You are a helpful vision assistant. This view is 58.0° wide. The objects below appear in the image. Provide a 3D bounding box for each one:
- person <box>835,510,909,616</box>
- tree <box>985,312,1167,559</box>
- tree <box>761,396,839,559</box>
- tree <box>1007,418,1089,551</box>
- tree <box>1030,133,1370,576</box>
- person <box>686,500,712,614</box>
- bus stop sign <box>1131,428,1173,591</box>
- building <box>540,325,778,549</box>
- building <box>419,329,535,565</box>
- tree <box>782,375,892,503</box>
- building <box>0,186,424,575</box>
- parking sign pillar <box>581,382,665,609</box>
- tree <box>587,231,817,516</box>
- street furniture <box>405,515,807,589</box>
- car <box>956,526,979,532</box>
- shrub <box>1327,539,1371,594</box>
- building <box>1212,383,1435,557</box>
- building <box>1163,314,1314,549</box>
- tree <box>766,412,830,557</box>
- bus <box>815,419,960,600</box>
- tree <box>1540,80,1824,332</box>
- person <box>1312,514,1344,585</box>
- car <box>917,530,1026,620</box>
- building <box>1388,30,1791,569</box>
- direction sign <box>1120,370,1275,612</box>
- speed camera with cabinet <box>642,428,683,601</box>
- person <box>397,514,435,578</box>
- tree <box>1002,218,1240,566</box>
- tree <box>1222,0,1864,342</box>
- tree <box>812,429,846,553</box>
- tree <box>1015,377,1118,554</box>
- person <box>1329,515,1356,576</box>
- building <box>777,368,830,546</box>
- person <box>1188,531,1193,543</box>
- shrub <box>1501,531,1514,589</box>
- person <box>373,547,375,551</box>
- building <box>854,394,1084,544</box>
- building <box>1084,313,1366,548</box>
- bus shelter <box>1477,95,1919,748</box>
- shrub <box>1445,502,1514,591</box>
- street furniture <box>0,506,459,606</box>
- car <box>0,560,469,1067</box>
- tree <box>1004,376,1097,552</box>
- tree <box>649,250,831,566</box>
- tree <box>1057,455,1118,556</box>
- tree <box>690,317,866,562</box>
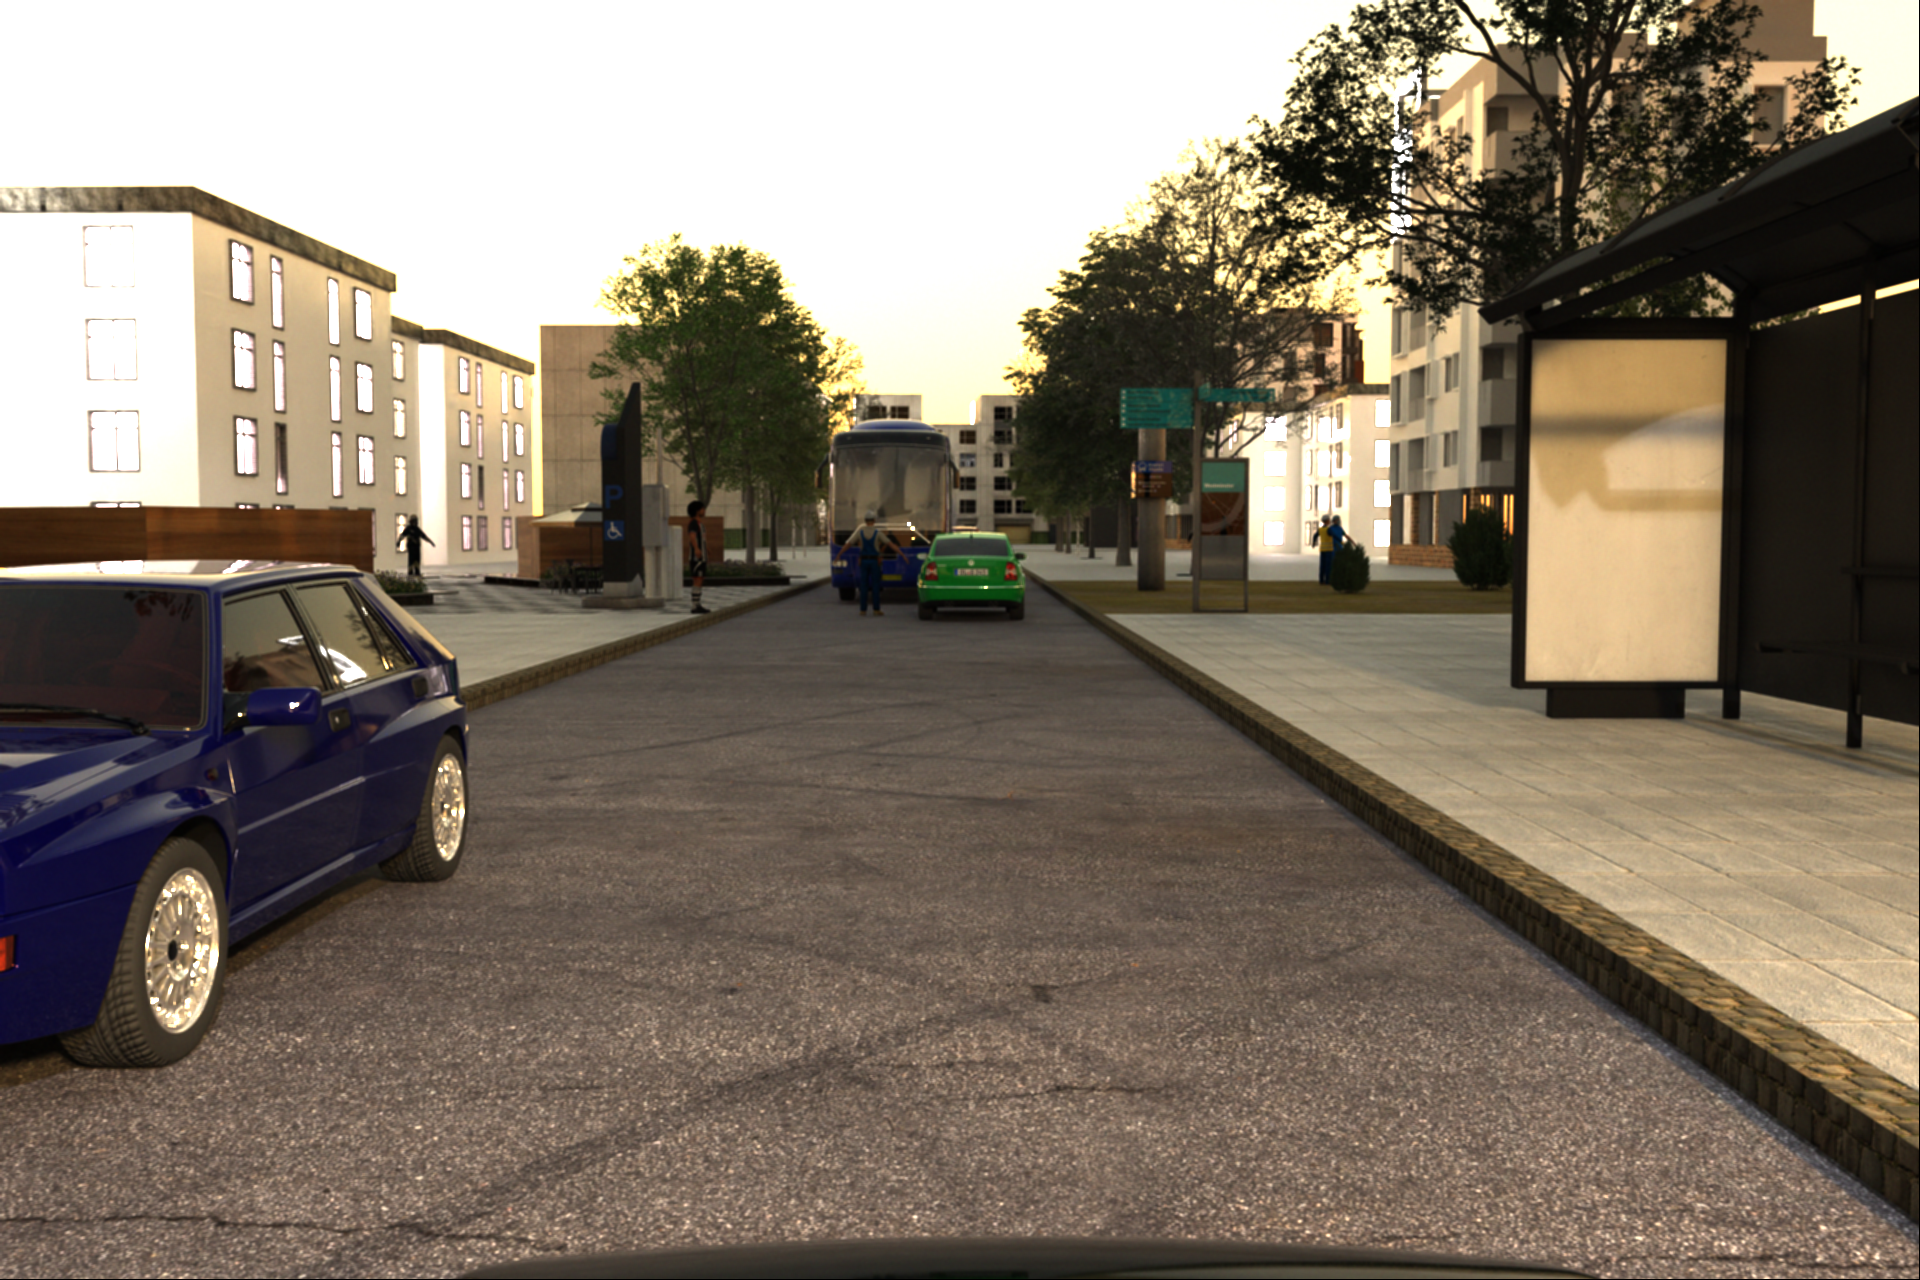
[{"bbox_3d":[-1.574,-1.356,30.490,1.347,1.847,0.705,1,4,10],"label":"person"},{"bbox_3d":[6.923,-10.983,89.939,12.009,13.543,11.850,0,3,0],"label":"tree"},{"bbox_3d":[-8.395,-8.521,89.684,4.737,8.622,4.395,0,3,0],"label":"tree"},{"bbox_3d":[7.420,-13.046,131.431,7.486,12.596,7.792,0,3,0],"label":"tree"},{"bbox_3d":[7.385,-8.708,52.745,12.009,13.543,11.850,0,3,0],"label":"tree"},{"bbox_3d":[-4.220,-1.341,28.064,0.704,1.843,1.345,0,4,-1],"label":"person"},{"bbox_3d":[4.342,-3.070,39.218,0.837,3.901,0.837,0,4,-1],"label":"bus stop sign"},{"bbox_3d":[-27.116,-18.092,162.260,16.747,18.905,31.486,0,4,0],"label":"building"},{"bbox_3d":[-25.358,-8.741,85.060,9.099,9.664,28.070,0,4,1],"label":"building"},{"bbox_3d":[-8.445,-13.599,132.716,12.009,13.543,11.850,0,3,0],"label":"tree"},{"bbox_3d":[-22.694,-6.966,56.046,9.099,9.664,28.070,0,4,1],"label":"building"},{"bbox_3d":[-5.888,-2.552,30.190,1.447,3.967,1.447,0,4,2],"label":"parking sign pillar"},{"bbox_3d":[-8.707,-8.137,58.792,9.928,11.665,9.643,0,3,0],"label":"tree"},{"bbox_3d":[-7.607,-2.266,43.898,11.010,1.723,9.812,-2,4,-30],"label":"street furniture"},{"bbox_3d":[0.164,-4.770,86.663,2.281,1.827,5.304,0,4,-1],"label":"car"},{"bbox_3d":[8.406,-1.606,37.383,1.383,1.207,1.383,0,3,0],"label":"shrub"},{"bbox_3d":[22.433,-10.300,110.551,9.099,9.664,28.070,0,4,0],"label":"building"},{"bbox_3d":[23.270,-18.353,156.487,16.016,20.090,11.380,0,4,0],"label":"building"},{"bbox_3d":[-8.555,-8.967,96.973,4.360,8.622,3.978,0,3,0],"label":"tree"},{"bbox_3d":[-1.408,-3.005,40.685,2.896,3.916,12.251,0,4,0],"label":"bus"},{"bbox_3d":[11.729,-4.767,28.311,4.737,8.622,4.395,0,3,0],"label":"tree"},{"bbox_3d":[9.233,-2.260,43.413,0.721,1.772,1.216,-2,4,-30],"label":"person"},{"bbox_3d":[0.201,-1.314,30.286,1.959,1.807,4.718,0,4,0],"label":"car"},{"bbox_3d":[23.137,-13.149,71.410,16.016,20.090,11.380,0,4,0],"label":"building"},{"bbox_3d":[3.881,-2.386,27.768,2.525,3.948,1.411,0,4,-1],"label":"direction sign"},{"bbox_3d":[-5.769,-2.367,33.033,0.660,3.252,2.038,0,4,2],"label":"speed camera with cabinet"},{"bbox_3d":[-15.937,-2.741,50.602,0.705,1.856,1.354,2,4,32],"label":"person"},{"bbox_3d":[6.476,-9.941,69.194,9.857,13.997,8.962,0,3,0],"label":"tree"},{"bbox_3d":[6.266,-5.186,19.210,7.601,10.594,8.767,-2,4,-26],"label":"tree"},{"bbox_3d":[-8.600,-10.015,114.107,4.737,8.622,4.395,0,3,0],"label":"tree"},{"bbox_3d":[7.406,-11.929,113.166,7.486,12.596,7.792,0,3,0],"label":"tree"},{"bbox_3d":[10.590,-2.602,48.667,1.347,1.817,0.704,-2,4,-32],"label":"person"},{"bbox_3d":[-24.260,-21.923,189.376,19.493,23.208,18.063,0,4,0],"label":"building"},{"bbox_3d":[9.223,-3.707,66.542,0.705,1.837,1.347,-3,5,-42],"label":"person"},{"bbox_3d":[11.036,-1.725,32.624,1.690,2.028,1.600,0,3,0],"label":"shrub"},{"bbox_3d":[-13.503,-1.944,38.014,1.346,1.802,0.704,0,4,-1],"label":"person"},{"bbox_3d":[2.058,-21.813,225.560,31.486,18.905,16.747,0,4,-4],"label":"building"},{"bbox_3d":[26.423,-20.353,176.739,27.936,21.610,32.646,0,4,0],"label":"building"},{"bbox_3d":[4.635,-0.953,9.506,2.014,3.302,5.546,0,4,0],"label":"bus shelter"},{"bbox_3d":[11.956,-2.146,39.500,1.690,2.028,1.600,0,3,0],"label":"shrub"},{"bbox_3d":[-13.716,-1.358,29.053,11.010,1.723,9.812,2,4,24],"label":"street furniture"},{"bbox_3d":[-2.958,0.410,5.876,1.945,1.354,3.894,0,4,0],"label":"car"},{"bbox_3d":[7.026,-12.507,122.616,7.486,12.596,7.792,0,3,0],"label":"tree"},{"bbox_3d":[-8.873,-9.271,69.705,7.486,12.596,7.792,0,3,0],"label":"tree"},{"bbox_3d":[6.622,-9.176,100.390,4.360,8.622,3.978,0,3,0],"label":"tree"},{"bbox_3d":[-8.608,-9.499,81.071,9.928,11.665,9.643,0,3,0],"label":"tree"}]
